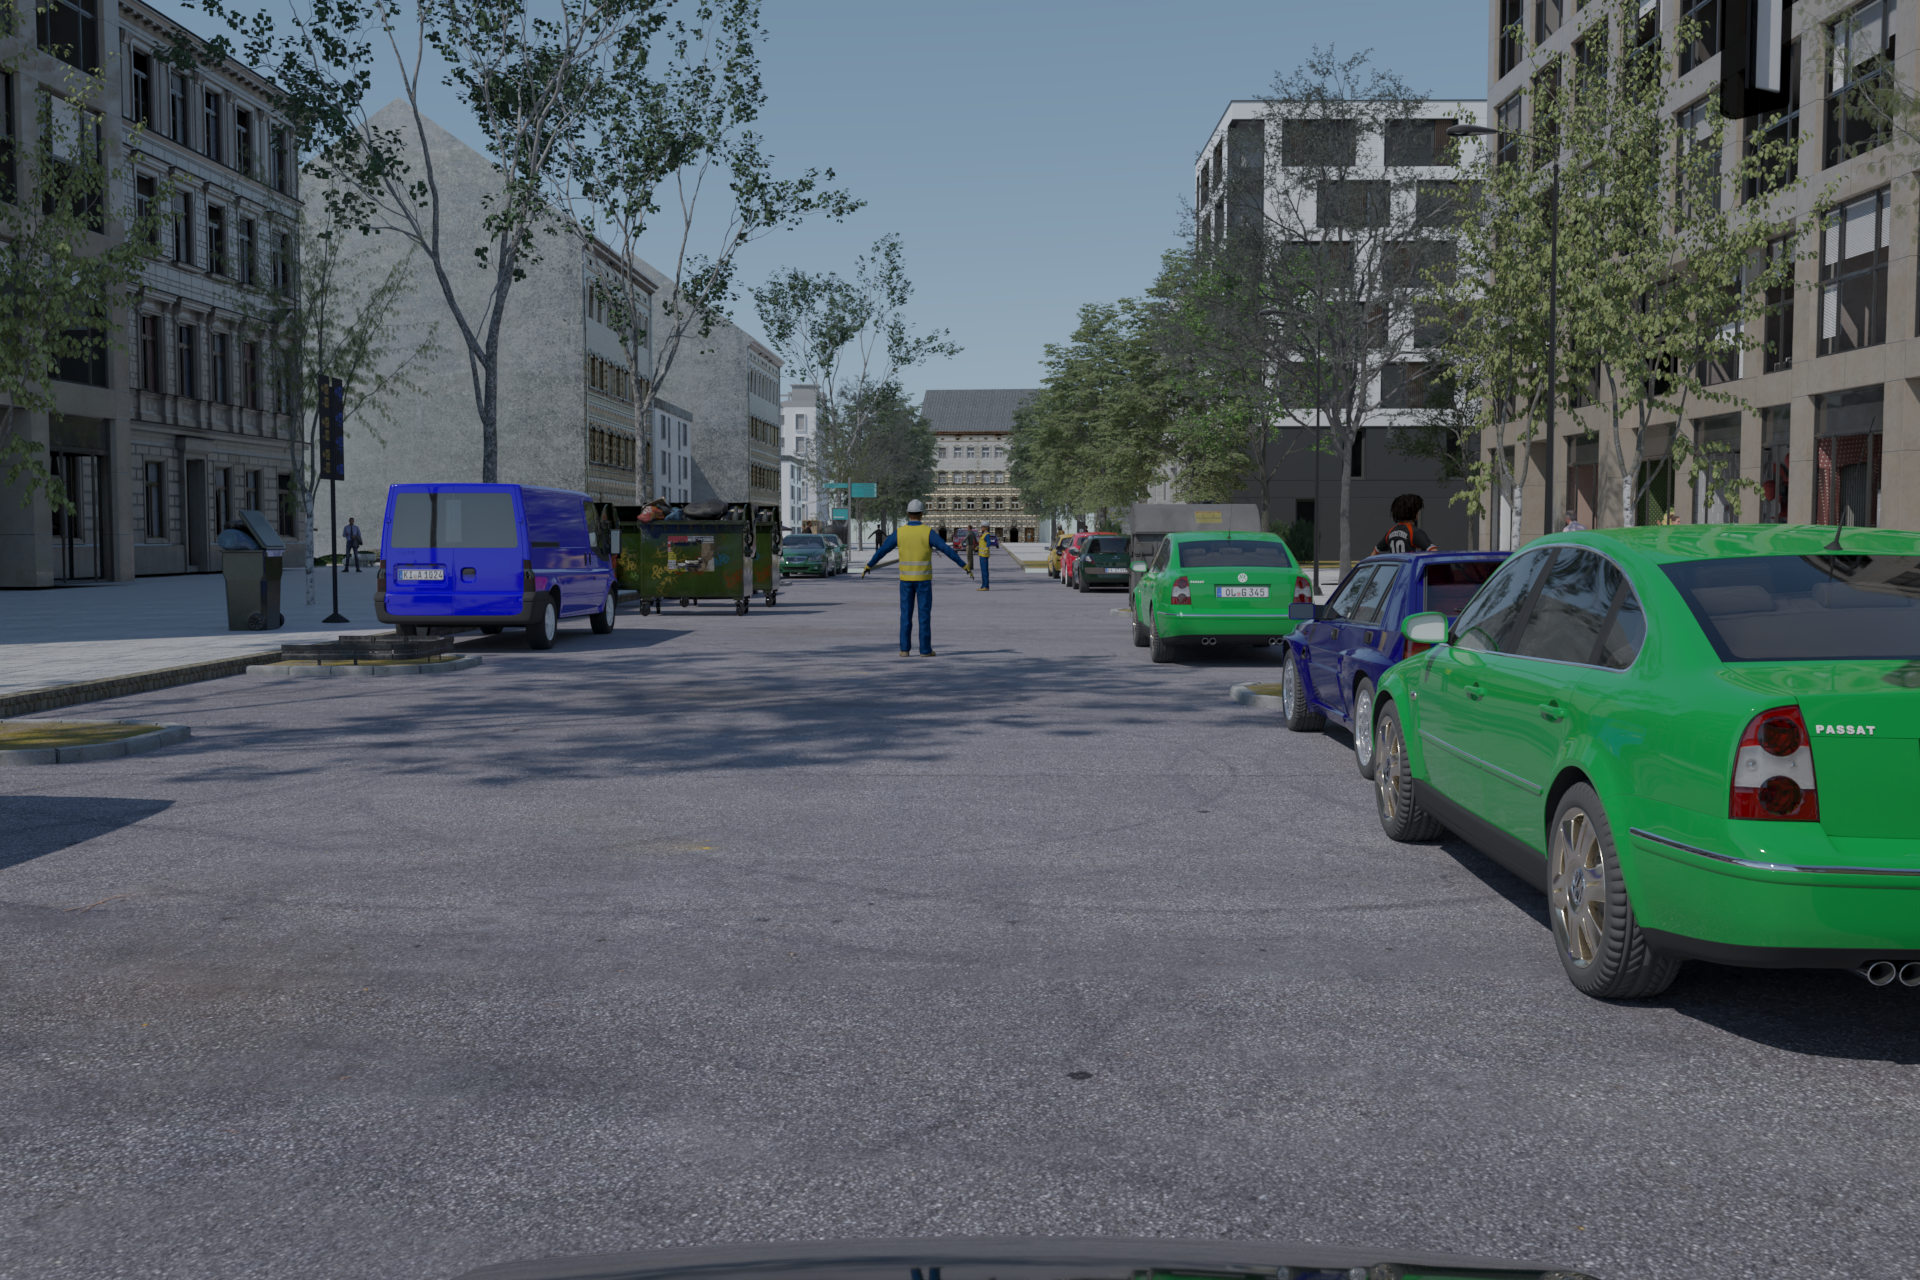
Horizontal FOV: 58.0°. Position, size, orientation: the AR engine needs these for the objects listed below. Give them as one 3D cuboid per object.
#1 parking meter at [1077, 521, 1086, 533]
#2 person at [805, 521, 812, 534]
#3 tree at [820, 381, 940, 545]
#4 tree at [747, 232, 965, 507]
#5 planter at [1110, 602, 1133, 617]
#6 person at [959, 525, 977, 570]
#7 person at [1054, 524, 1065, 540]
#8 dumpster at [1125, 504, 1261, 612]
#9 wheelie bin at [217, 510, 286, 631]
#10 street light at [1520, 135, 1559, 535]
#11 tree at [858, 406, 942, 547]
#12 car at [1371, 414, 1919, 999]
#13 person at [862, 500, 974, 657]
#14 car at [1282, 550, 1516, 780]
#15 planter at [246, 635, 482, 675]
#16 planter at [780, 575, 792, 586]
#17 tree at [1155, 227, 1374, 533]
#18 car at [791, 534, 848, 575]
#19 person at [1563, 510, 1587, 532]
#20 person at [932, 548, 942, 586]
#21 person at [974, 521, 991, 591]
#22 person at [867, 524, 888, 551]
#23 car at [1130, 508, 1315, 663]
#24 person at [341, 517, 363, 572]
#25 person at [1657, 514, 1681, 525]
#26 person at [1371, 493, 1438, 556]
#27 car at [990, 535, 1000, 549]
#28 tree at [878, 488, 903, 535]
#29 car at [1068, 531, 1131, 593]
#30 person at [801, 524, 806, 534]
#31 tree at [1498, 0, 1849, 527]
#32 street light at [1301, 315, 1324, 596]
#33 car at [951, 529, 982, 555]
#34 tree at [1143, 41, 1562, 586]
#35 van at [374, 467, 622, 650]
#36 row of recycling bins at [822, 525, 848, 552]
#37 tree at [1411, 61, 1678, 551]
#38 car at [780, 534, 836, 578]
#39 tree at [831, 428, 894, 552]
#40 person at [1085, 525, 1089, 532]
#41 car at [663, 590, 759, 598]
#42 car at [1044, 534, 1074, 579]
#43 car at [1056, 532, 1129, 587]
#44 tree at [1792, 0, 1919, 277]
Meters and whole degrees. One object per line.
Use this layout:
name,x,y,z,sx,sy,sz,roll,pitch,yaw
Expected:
parking meter,5.200,-4.185,74.136,0.399,1.863,0.255,0,3,0
person,-6.019,-3.869,69.490,0.704,1.802,1.346,0,4,-1
tree,-6.484,-14.517,144.000,9.857,13.997,8.962,0,3,0
tree,-6.514,-15.450,108.503,12.611,20.169,13.585,0,3,0
planter,3.671,-0.583,30.674,1.991,0.319,1.994,0,4,2
person,0.375,-3.692,69.096,0.705,1.796,1.348,2,4,30
person,5.772,-5.786,100.368,0.705,1.858,1.354,-1,4,-17
dumpster,3.330,-1.013,24.777,1.865,1.857,1.264,0,4,1
wheelie bin,-9.480,-0.932,23.152,0.693,1.594,0.980,0,4,2
street light,7.297,-2.888,19.766,1.470,5.913,1.316,0,4,1
tree,-6.552,-16.149,170.687,9.857,13.997,8.962,0,3,0
car,2.835,0.129,6.694,1.959,1.807,4.718,0,4,1
person,-0.511,-0.723,20.242,1.349,1.833,0.705,1,4,11
car,3.226,0.071,11.415,1.945,1.354,3.894,0,4,1
planter,-6.255,0.158,18.564,1.991,0.319,1.994,0,4,1
planter,-5.710,-1.649,48.094,1.991,0.319,1.994,0,4,2
tree,10.335,-8.139,58.831,9.928,11.665,9.643,0,3,0
car,-5.070,-3.112,62.680,2.131,1.459,4.920,0,4,1
person,11.150,-1.502,31.542,0.756,1.711,0.436,-1,4,-14
person,-0.880,-2.206,47.792,0.599,1.433,0.991,3,5,44
person,0.542,-2.125,43.669,0.721,1.772,1.216,-1,4,-13
person,-4.482,-5.487,95.653,1.347,1.837,0.705,0,4,8
car,3.050,-0.722,20.600,1.959,1.807,4.718,0,4,1
person,-20.327,-3.179,57.887,0.709,1.838,0.599,-1,4,-20
person,15.768,-1.928,38.371,0.742,1.727,0.445,-3,4,-39
person,4.417,-0.515,17.018,0.704,1.843,1.345,-2,4,-31
car,2.983,-9.684,170.906,1.945,1.354,3.894,0,4,0
tree,-6.309,-12.415,153.350,4.360,8.622,3.978,0,3,0
car,3.762,-2.066,43.573,2.009,1.686,4.222,0,4,0
person,-8.540,-5.389,94.252,0.704,1.812,1.346,-1,4,-16
tree,8.967,-4.428,22.761,4.737,8.622,4.395,0,3,0
street light,7.958,-3.875,35.897,1.470,5.913,1.316,0,4,1
car,0.531,-6.931,121.990,2.281,1.827,5.304,0,4,1
tree,9.637,-8.118,43.099,12.009,13.543,11.850,0,3,0
van,-5.970,-1.146,23.124,2.240,2.365,5.245,0,4,1
row of recycling bins,-5.564,-4.310,77.576,1.069,1.692,3.534,0,4,2
tree,9.232,-4.759,28.168,4.737,8.622,4.395,0,3,0
car,-5.163,-2.791,57.436,2.131,1.459,4.920,0,4,1
tree,-7.331,-10.434,120.956,4.360,8.622,3.978,0,3,0
person,7.494,-5.950,103.465,0.705,1.806,1.347,0,4,3
car,-5.724,-1.886,39.873,2.155,1.783,4.494,0,4,1
car,3.816,-2.869,57.124,2.015,1.641,3.980,0,4,0
car,3.769,-2.404,48.347,2.155,1.783,4.494,0,4,1
tree,9.344,-3.847,13.257,4.360,8.622,3.978,0,3,0
